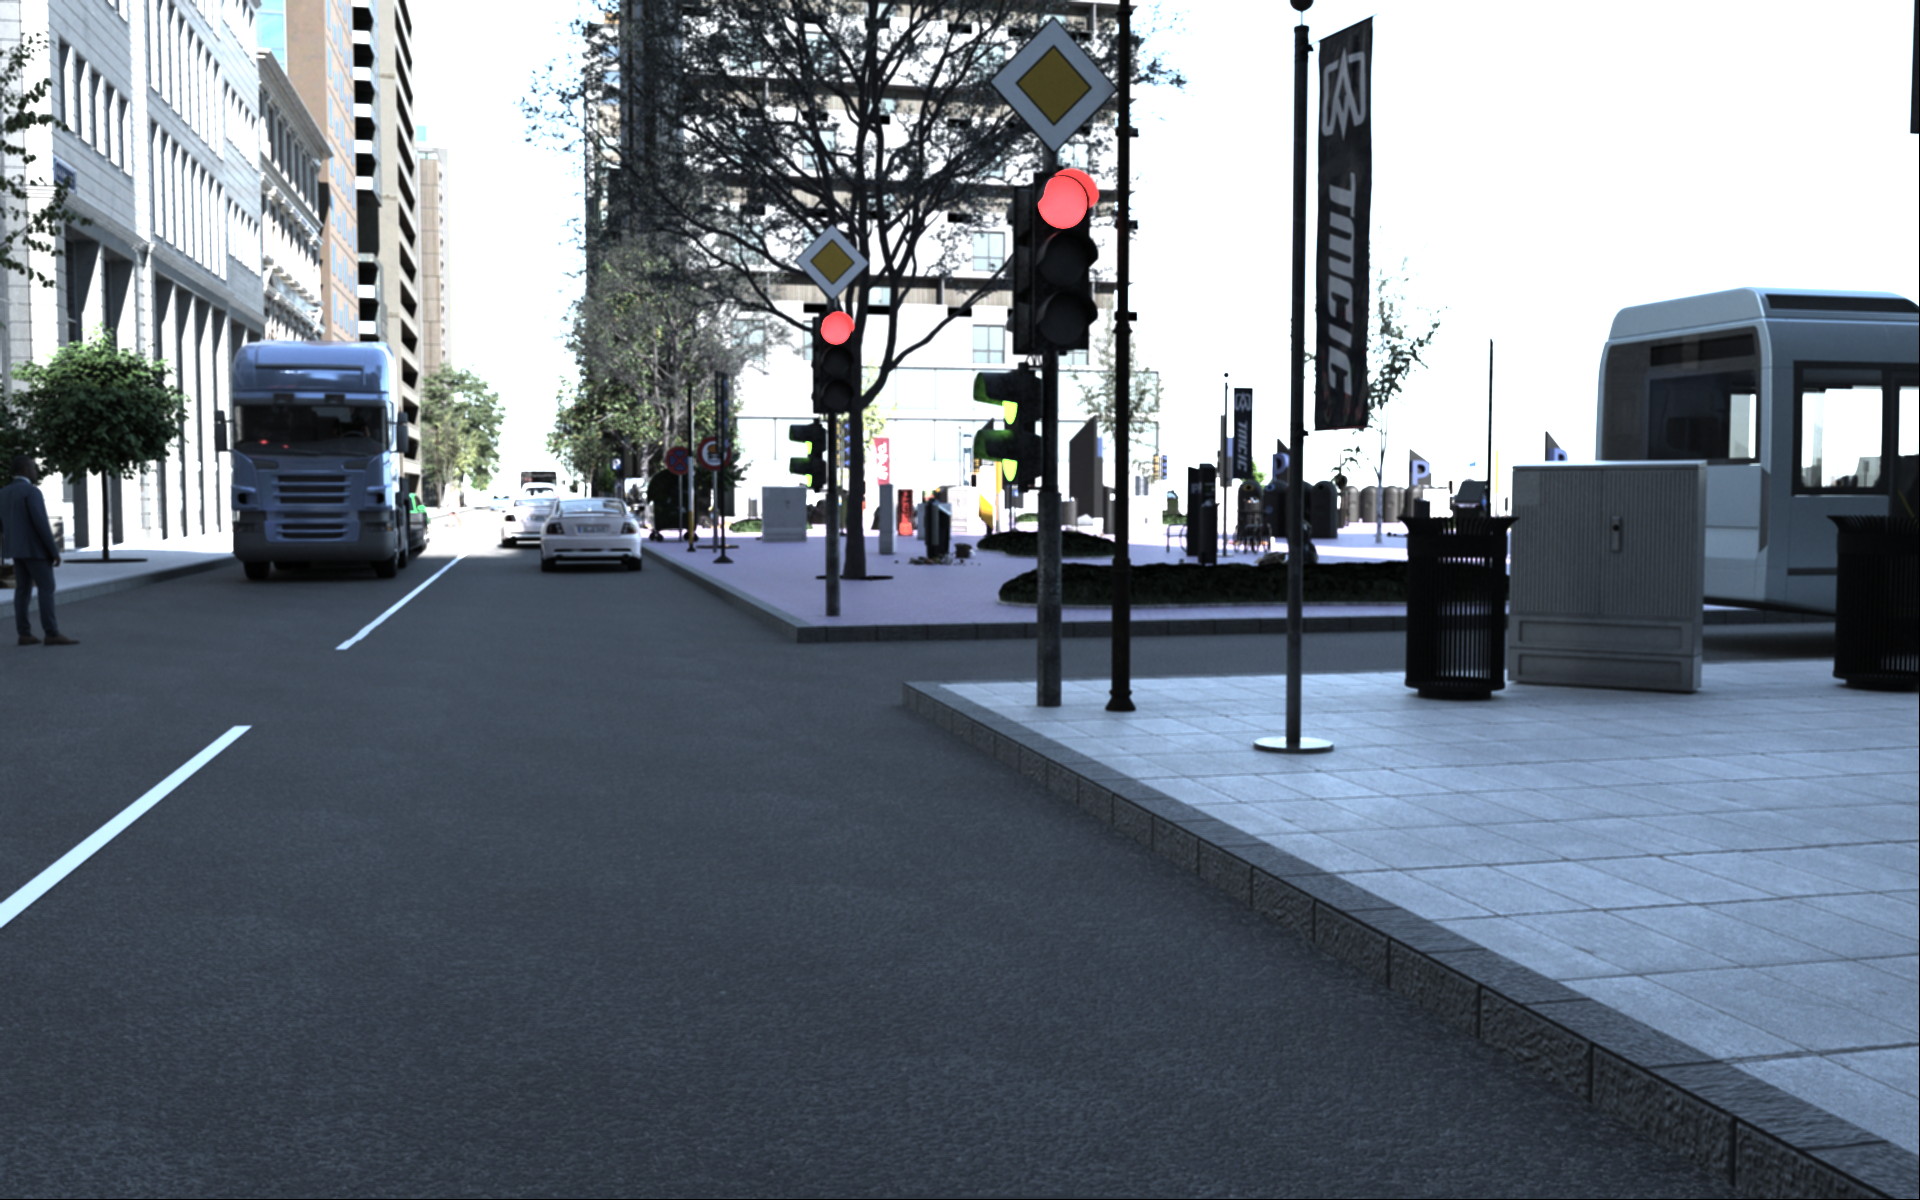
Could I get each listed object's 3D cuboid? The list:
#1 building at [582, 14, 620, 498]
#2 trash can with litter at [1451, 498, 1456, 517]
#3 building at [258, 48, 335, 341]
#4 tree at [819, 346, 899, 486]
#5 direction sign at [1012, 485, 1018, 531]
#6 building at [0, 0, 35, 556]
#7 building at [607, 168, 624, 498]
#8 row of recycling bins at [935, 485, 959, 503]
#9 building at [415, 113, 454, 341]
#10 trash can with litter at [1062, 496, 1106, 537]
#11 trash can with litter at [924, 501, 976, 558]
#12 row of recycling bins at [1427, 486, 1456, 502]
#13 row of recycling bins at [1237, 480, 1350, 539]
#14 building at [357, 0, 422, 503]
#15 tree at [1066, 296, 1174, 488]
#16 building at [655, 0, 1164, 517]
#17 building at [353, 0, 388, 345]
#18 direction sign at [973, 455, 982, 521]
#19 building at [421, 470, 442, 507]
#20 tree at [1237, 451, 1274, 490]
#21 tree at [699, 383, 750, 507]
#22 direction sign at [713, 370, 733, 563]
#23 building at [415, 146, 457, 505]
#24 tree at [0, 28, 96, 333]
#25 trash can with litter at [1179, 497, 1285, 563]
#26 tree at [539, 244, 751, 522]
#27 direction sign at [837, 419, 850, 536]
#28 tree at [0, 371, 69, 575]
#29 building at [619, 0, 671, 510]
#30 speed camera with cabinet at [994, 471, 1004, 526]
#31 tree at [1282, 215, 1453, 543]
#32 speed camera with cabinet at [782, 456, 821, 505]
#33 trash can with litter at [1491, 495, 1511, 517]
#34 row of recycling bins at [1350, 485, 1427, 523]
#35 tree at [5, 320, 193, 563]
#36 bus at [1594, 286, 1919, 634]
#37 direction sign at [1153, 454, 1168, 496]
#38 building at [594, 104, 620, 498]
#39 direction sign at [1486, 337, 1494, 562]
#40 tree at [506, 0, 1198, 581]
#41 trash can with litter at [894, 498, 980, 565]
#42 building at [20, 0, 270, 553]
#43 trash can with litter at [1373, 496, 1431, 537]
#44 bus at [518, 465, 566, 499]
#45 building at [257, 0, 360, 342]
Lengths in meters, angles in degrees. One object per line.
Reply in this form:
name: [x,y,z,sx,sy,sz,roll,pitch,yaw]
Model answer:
building: [-37.106,-41.542,221.216,21.231,58.520,28.212,-1,4,-14]
trash can with litter: [20.009,-3.507,68.734,0.624,1.170,1.055,-3,5,-42]
building: [-34.209,-14.600,74.864,11.583,22.565,21.152,-1,4,-14]
tree: [-4.966,-8.338,86.696,4.737,8.622,4.395,0,3,0]
direction sign: [1.859,-4.082,58.734,0.379,3.537,0.876,-2,4,-24]
building: [-23.474,-12.701,25.687,12.078,24.808,19.932,-1,4,-14]
building: [-24.822,-23.591,157.418,14.160,30.474,14.107,-1,4,-14]
row of recycling bins: [-0.490,-4.499,80.667,1.069,1.692,3.534,-1,4,-10]
building: [-75.554,-36.564,217.425,23.786,49.044,30.456,-1,4,-14]
trash can with litter: [3.569,-2.465,51.363,2.233,1.210,1.678,1,4,22]
trash can with litter: [-0.204,-1.440,34.929,1.055,1.170,0.624,1,4,10]
row of recycling bins: [24.306,-4.979,88.523,1.069,1.692,3.534,3,5,43]
row of recycling bins: [9.676,-2.699,51.244,1.069,1.692,3.534,-3,5,-42]
building: [-55.957,-31.613,140.578,21.300,48.544,21.600,-1,4,-14]
tree: [5.984,-6.947,63.944,4.360,8.622,3.978,0,3,0]
building: [-4.863,-31.833,109.705,28.713,52.752,27.495,-1,4,-14]
building: [-48.788,-48.935,112.753,22.319,86.520,31.000,-1,4,-14]
direction sign: [1.030,-5.546,82.679,0.876,3.537,0.379,1,4,22]
building: [-64.908,-45.270,178.413,20.563,71.187,20.611,-1,4,-14]
tree: [13.200,-5.090,77.820,1.663,3.219,1.824,0,3,0]
tree: [-12.747,-8.379,87.365,4.360,8.622,3.978,0,3,0]
direction sign: [-4.417,-2.459,32.200,0.379,3.537,0.876,0,4,6]
building: [-65.240,-31.405,197.060,14.154,41.232,14.086,-1,4,-14]
tree: [-12.507,-4.253,19.897,4.737,8.622,4.395,0,3,0]
trash can with litter: [4.023,-1.014,27.638,1.678,1.210,2.233,-1,4,-13]
tree: [-14.237,-9.872,78.422,9.611,12.733,9.660,0,3,0]
direction sign: [-3.595,-3.710,52.656,0.379,3.537,0.876,3,5,41]
tree: [-15.042,-1.989,27.116,1.663,3.219,1.824,0,3,0]
building: [-20.456,-30.097,142.192,14.600,45.320,14.200,-1,4,-14]
speed camera with cabinet: [1.364,-4.587,69.330,0.660,3.252,2.038,0,4,7]
tree: [10.930,-5.836,45.788,4.360,8.622,3.978,0,3,0]
speed camera with cabinet: [-8.294,-5.905,90.887,2.038,3.252,0.660,0,4,-4]
trash can with litter: [30.711,-5.286,97.475,1.678,1.210,2.233,0,4,8]
row of recycling bins: [18.627,-4.238,76.400,3.534,1.692,1.069,1,4,18]
tree: [-16.303,-2.998,32.729,4.285,4.588,4.351,0,3,0]
bus: [13.103,-1.403,17.792,13.247,3.499,2.948,-1,4,-14]
direction sign: [11.412,-6.526,98.701,0.876,3.537,0.379,0,4,-6]
building: [-31.563,-30.713,185.753,14.154,41.232,14.086,-1,4,-14]
direction sign: [7.797,-2.049,25.506,0.379,3.537,0.876,1,4,19]
tree: [-1.475,-7.062,25.830,12.009,13.543,11.850,0,3,0]
trash can with litter: [-0.375,-1.296,32.248,1.678,1.210,2.233,0,4,6]
building: [-28.236,-16.662,49.924,11.434,29.767,29.804,-1,4,-14]
trash can with litter: [13.592,-2.516,52.189,2.233,1.210,1.678,3,4,38]
bus: [-27.663,-7.319,114.527,2.948,3.499,13.247,-1,4,-12]
building: [-40.422,-27.077,92.821,14.600,45.320,14.200,-1,4,-14]
